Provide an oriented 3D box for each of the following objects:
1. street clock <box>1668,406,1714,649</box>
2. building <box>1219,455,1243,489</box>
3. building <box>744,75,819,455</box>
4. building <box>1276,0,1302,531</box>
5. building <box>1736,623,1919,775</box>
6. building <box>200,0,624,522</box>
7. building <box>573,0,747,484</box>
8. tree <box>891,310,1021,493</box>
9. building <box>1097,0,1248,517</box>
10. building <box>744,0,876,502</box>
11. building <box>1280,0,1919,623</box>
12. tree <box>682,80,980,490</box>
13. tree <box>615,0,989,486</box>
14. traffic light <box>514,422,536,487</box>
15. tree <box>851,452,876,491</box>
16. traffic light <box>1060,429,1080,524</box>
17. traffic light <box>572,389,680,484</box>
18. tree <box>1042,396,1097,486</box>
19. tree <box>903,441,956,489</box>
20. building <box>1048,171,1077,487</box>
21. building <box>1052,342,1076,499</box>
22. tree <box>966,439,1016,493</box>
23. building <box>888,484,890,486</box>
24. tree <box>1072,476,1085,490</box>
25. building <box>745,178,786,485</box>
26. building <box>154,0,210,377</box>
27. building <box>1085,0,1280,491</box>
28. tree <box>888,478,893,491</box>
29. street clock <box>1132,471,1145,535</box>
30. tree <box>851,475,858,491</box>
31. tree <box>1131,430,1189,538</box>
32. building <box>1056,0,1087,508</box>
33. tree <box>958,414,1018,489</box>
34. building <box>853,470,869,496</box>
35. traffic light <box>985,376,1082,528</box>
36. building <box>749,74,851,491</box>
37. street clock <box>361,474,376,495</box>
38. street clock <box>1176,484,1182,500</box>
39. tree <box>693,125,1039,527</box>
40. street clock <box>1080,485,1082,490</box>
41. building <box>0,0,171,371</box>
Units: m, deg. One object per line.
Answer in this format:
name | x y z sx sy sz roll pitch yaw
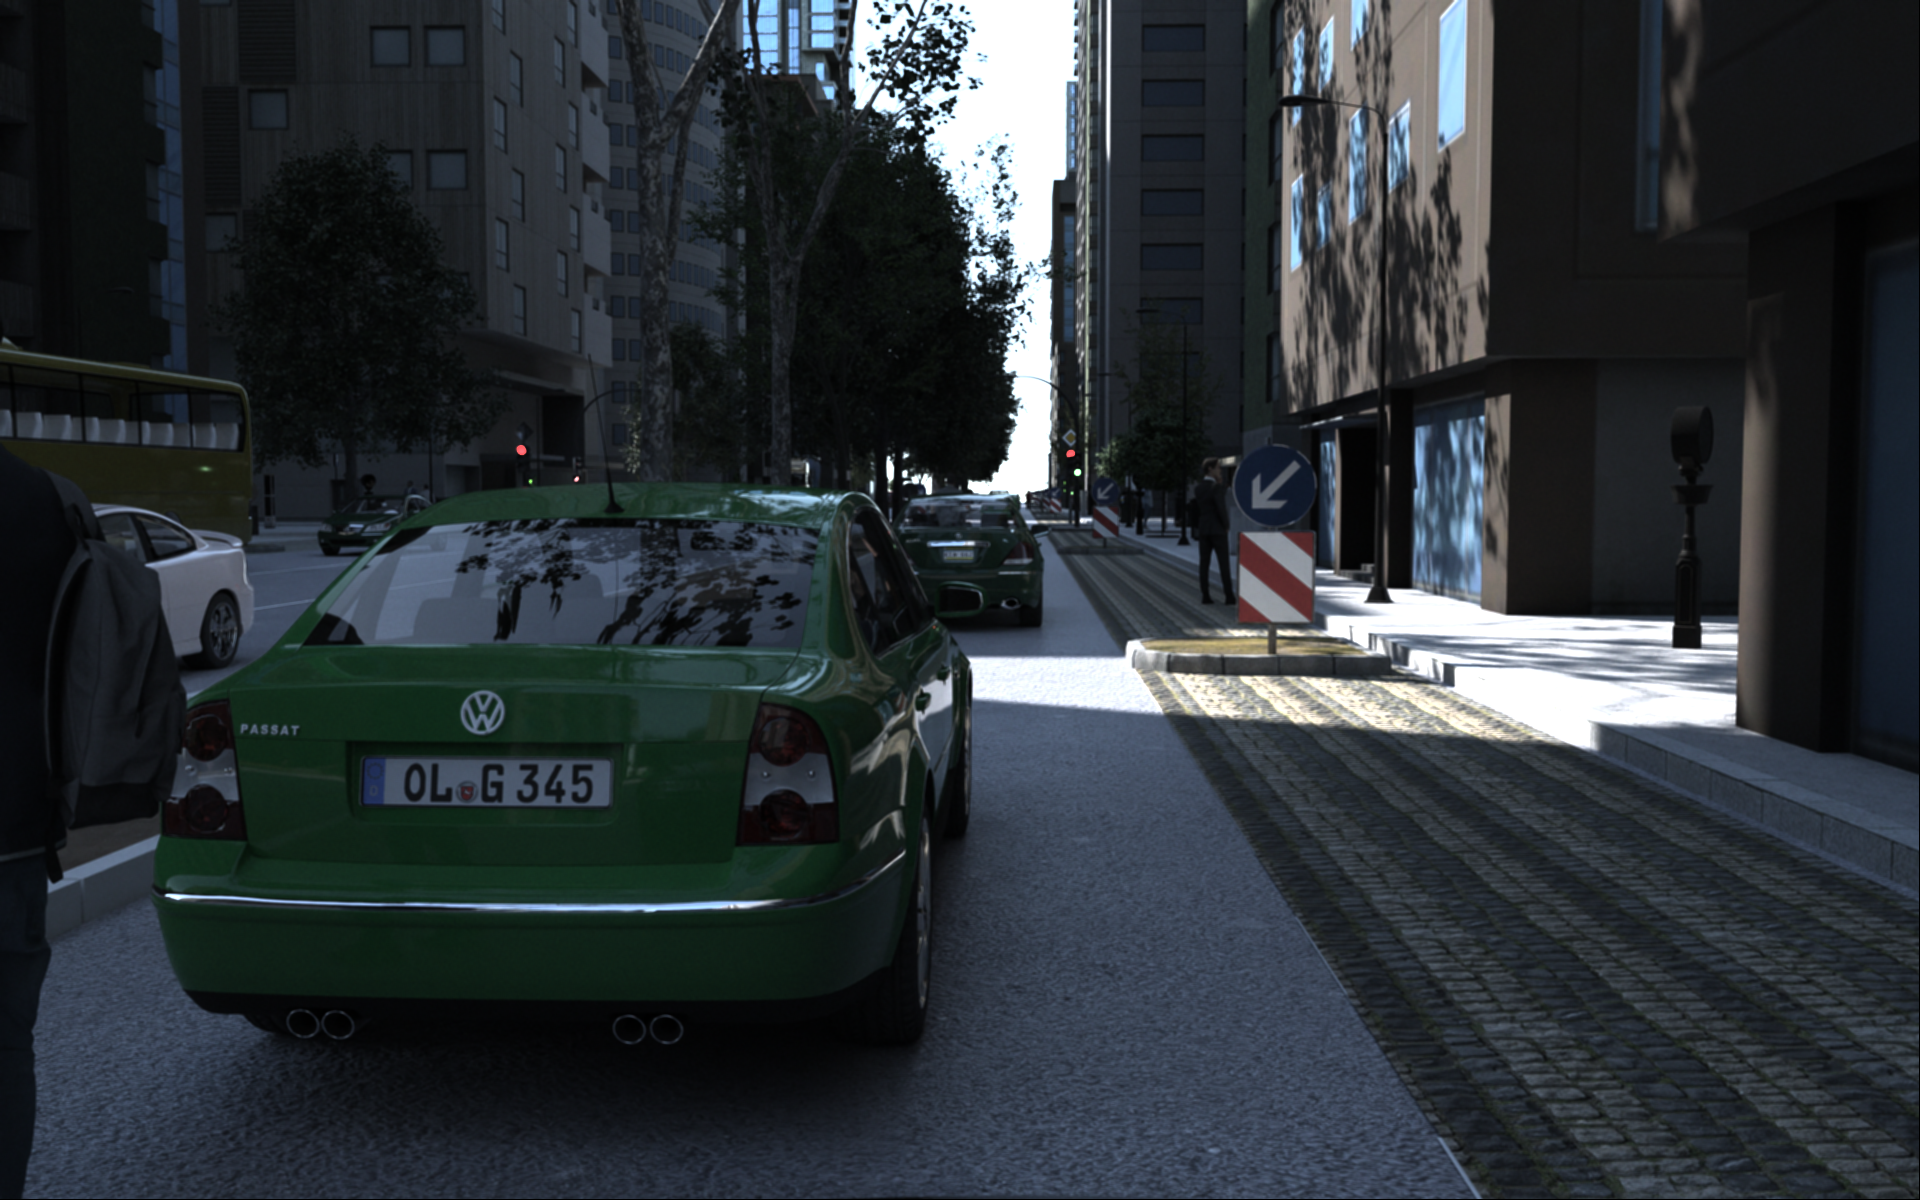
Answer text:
street clock | 6.059 -0.600 14.376 0.358 2.002 0.471 3 4 37
building | 27.230 -26.355 85.524 28.867 44.769 22.147 0 4 2
building | -26.458 -32.060 178.802 22.147 44.769 28.867 0 4 2
building | 14.467 -22.139 45.570 14.154 41.232 14.086 0 4 2
building | 10.608 -21.479 1.290 14.600 45.320 14.200 0 4 2
building | -33.985 -30.595 89.461 28.713 52.752 27.495 0 4 2
building | -29.184 -36.149 133.033 21.231 58.520 28.212 0 4 2
tree | -1.006 -11.757 101.335 9.857 13.997 8.962 0 3 0
building | 19.298 -34.705 109.432 21.231 58.520 28.212 0 4 2
building | -23.559 -58.064 262.009 22.319 86.520 31.000 0 4 2
building | 12.548 -22.831 23.395 14.600 45.320 14.200 0 4 2
tree | -3.012 -7.042 43.341 9.928 11.665 9.643 0 3 0
tree | -2.221 -10.603 31.700 12.611 20.169 13.585 0 3 0
traffic light | -16.881 -4.784 67.142 0.839 4.253 0.868 0 4 2
tree | -13.492 -18.897 227.086 7.486 12.596 7.792 0 3 0
traffic light | 4.738 -5.229 74.419 0.839 4.253 0.868 0 4 2
traffic light | -14.518 -6.142 75.087 4.771 5.953 1.251 0 4 2
tree | 8.481 -10.980 129.886 4.737 8.622 4.395 0 3 0
tree | -1.830 -7.846 81.100 4.360 8.622 3.978 0 3 0
building | 19.606 -36.065 239.773 14.600 45.320 14.200 0 4 2
building | 25.303 -22.355 210.546 27.650 21.520 28.899 0 4 2
tree | 0.612 -13.376 139.287 7.486 12.596 7.792 0 3 0
building | -26.195 -43.003 292.338 28.713 52.752 27.495 0 4 2
tree | 10.196 -9.660 152.546 1.663 3.219 1.824 0 3 0
building | -23.644 -23.608 157.684 14.160 30.474 14.107 0 4 2
building | -37.622 -25.207 62.252 14.200 45.320 14.600 0 4 2
building | 17.111 -27.862 139.145 14.154 41.232 14.086 0 4 2
tree | -11.513 -19.956 309.999 4.285 4.588 4.351 0 3 0
street clock | 5.648 -3.048 54.397 0.471 2.002 0.358 0 4 -6
tree | -14.615 -14.386 218.919 4.285 4.588 4.351 0 3 0
tree | 6.123 -3.474 51.399 1.663 3.219 1.824 0 3 0
building | 20.804 -45.640 184.459 20.563 71.187 20.611 0 4 2
tree | -0.211 -11.269 121.115 8.767 10.594 7.601 0 4 2
building | -20.274 -28.702 240.982 14.160 30.474 14.107 0 4 2
traffic light | 2.375 -5.609 66.368 4.771 5.953 1.251 0 4 2
building | -24.568 -35.516 204.386 21.300 48.544 21.600 0 4 2
street clock | -21.526 -3.578 63.066 0.358 2.002 0.471 3 5 39
street clock | 11.511 -5.284 90.963 0.471 2.002 0.358 1 4 8
tree | -2.413 -8.176 53.145 9.611 12.733 9.660 0 3 0
street clock | 9.812 -8.463 142.934 0.471 2.002 0.358 -3 5 -40
building | -28.490 -16.372 39.387 14.160 30.474 14.107 0 4 2
